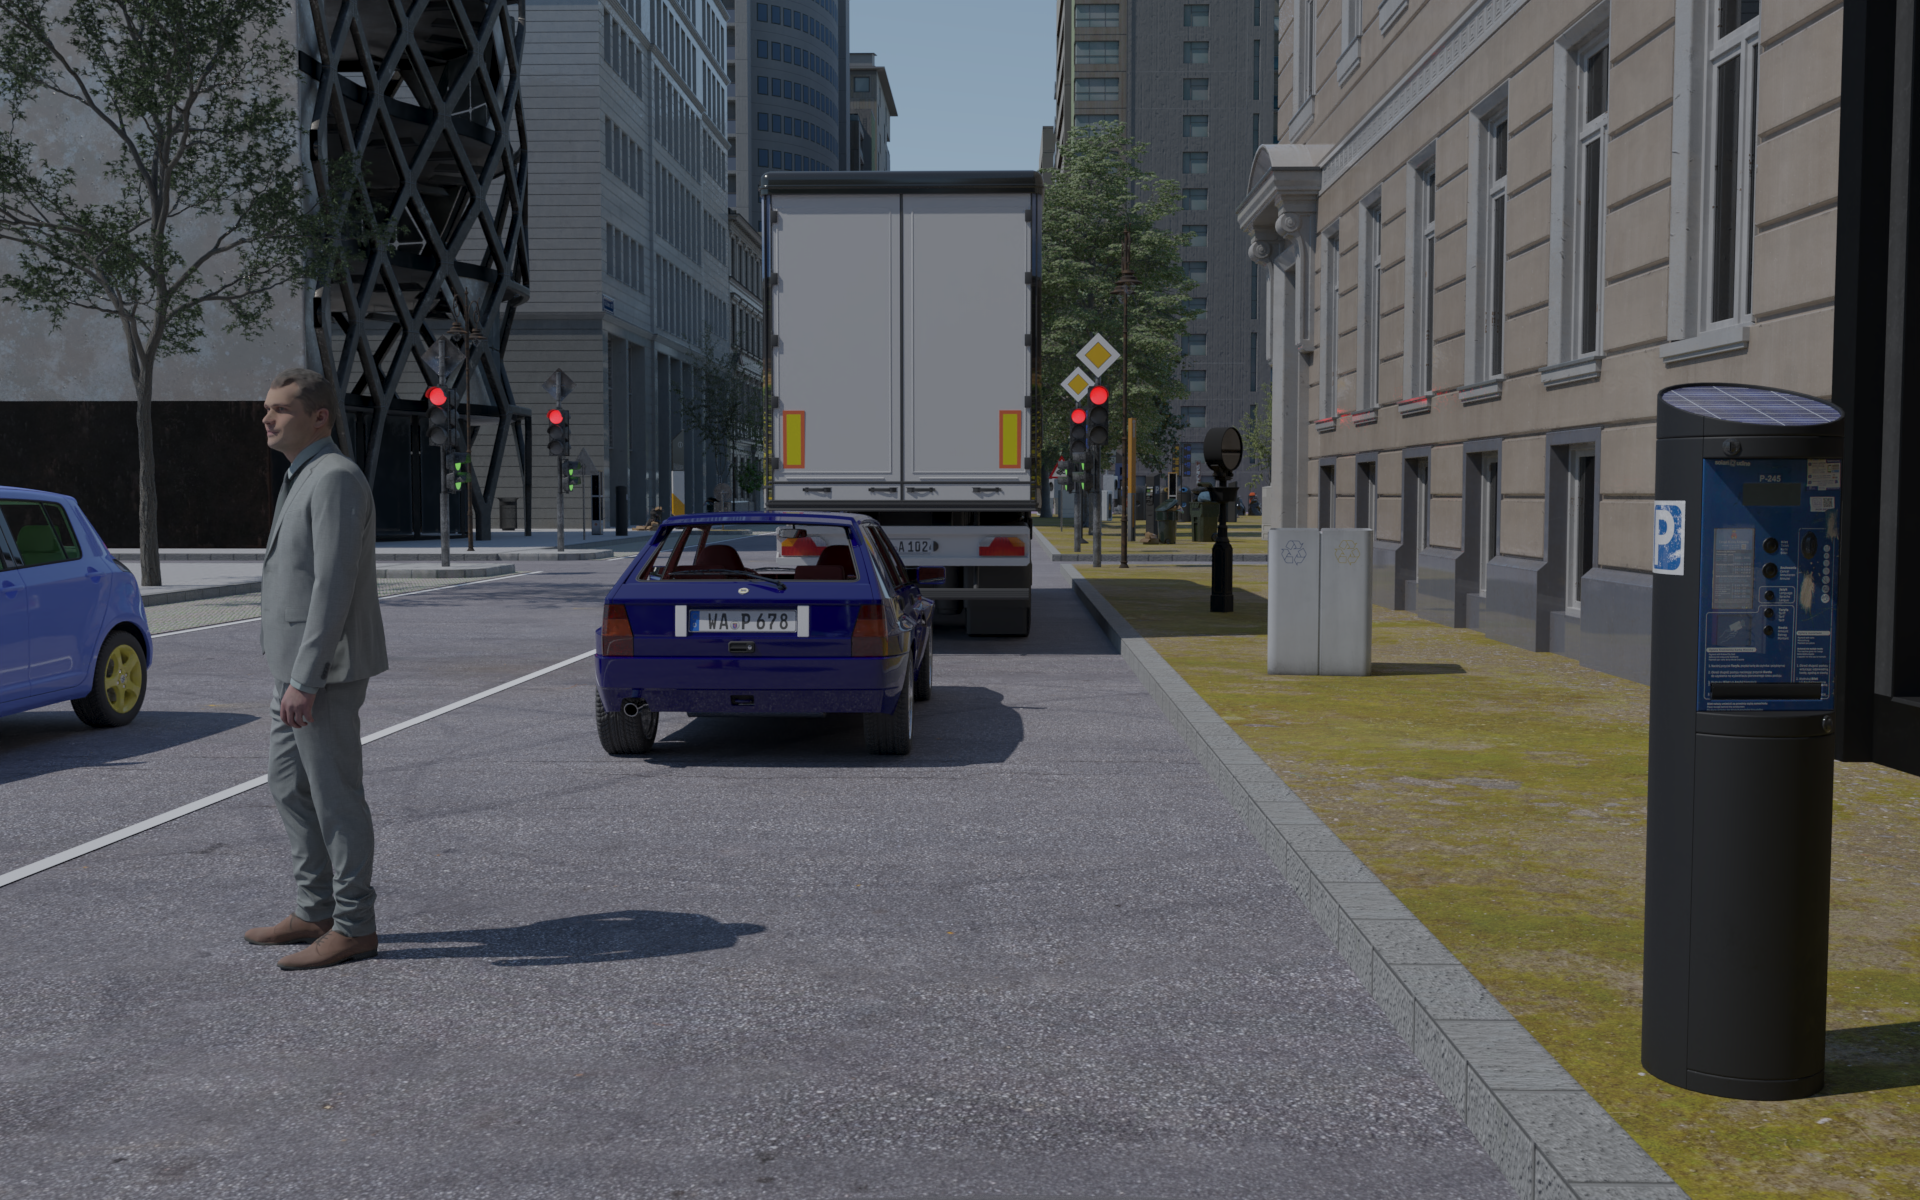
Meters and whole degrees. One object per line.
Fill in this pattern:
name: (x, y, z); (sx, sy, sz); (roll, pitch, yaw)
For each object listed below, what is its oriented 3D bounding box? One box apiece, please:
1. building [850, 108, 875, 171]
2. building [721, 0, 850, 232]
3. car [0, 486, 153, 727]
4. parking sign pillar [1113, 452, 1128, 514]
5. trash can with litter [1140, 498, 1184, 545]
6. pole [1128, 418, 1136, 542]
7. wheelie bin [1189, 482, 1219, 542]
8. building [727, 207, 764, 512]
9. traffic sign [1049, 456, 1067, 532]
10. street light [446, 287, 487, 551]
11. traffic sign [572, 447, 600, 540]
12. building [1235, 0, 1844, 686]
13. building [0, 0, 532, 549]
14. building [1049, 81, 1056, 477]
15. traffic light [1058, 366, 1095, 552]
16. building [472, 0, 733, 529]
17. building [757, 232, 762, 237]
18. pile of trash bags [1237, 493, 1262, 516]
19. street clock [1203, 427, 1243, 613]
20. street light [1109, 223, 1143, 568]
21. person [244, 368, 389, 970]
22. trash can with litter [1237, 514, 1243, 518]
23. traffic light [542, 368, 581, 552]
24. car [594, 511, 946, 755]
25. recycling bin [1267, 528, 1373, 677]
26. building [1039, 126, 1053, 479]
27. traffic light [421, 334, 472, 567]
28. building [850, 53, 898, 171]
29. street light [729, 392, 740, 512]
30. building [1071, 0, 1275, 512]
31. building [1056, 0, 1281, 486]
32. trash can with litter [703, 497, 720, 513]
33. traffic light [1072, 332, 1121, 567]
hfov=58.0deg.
building: (-16.200, -30.283, 178.718); (14.154, 41.232, 14.086); (0, 4, 1)
building: (-21.663, -37.628, 157.209); (21.231, 58.520, 28.212); (0, 4, 1)
car: (-6.040, 0.010, 9.422); (1.945, 1.707, 3.694); (0, 4, 3)
parking sign pillar: (10.421, -7.396, 109.392); (1.447, 3.967, 1.447); (2, 4, 24)
trash can with litter: (5.132, -2.001, 44.097); (1.055, 1.170, 0.624); (-2, 4, -35)
pole: (4.632, -3.230, 46.654); (0.158, 3.312, 0.155); (0, 3, 0)
wheelie bin: (6.560, -2.355, 46.415); (0.693, 1.594, 0.980); (-2, 4, -26)
building: (-16.832, -14.565, 102.763); (10.561, 19.102, 19.286); (0, 4, 1)
traffic sign: (3.461, -3.606, 58.955); (0.884, 2.594, 0.081); (1, 4, 9)
street light: (-11.003, -4.036, 38.781); (0.468, 5.910, 1.993); (0, 4, 1)
traffic sign: (-10.497, -2.956, 48.331); (0.884, 2.594, 0.081); (0, 4, 2)
building: (10.988, -14.166, 17.520); (13.634, 28.700, 20.117); (0, 4, 1)
building: (-21.065, -11.071, 48.455); (16.820, 18.784, 16.811); (0, 4, 1)
building: (20.558, -33.740, 171.253); (23.786, 49.044, 30.456); (0, 4, 1)
traffic light: (2.581, -3.015, 38.219); (0.839, 4.253, 0.868); (0, 4, 1)
building: (-18.088, -18.359, 77.668); (11.434, 29.767, 29.804); (0, 4, 1)
building: (-24.828, -17.381, 129.220); (27.650, 21.520, 28.899); (0, 4, 1)
pile of trash bags: (17.169, -5.710, 103.118); (1.912, 1.369, 3.447); (1, 4, 19)
street clock: (2.853, -0.871, 18.810); (0.358, 2.002, 0.471); (3, 4, 39)
street light: (2.845, -3.491, 29.860); (0.468, 5.910, 1.993); (0, 4, 1)
person: (-1.965, 0.200, 5.325); (0.391, 1.810, 0.635); (-2, 4, -32)
trash can with litter: (14.195, -5.044, 93.521); (2.233, 1.210, 1.678); (0, 4, 4)
traffic light: (-8.878, -3.031, 38.484); (0.839, 4.253, 0.868); (0, 4, 1)
car: (-1.080, 0.105, 10.871); (1.945, 1.354, 3.894); (0, 4, 2)
recycling bin: (2.603, 0.001, 12.542); (0.722, 1.027, 0.722); (1, 4, 11)
building: (20.728, -36.319, 217.509); (21.300, 48.544, 21.600); (0, 4, 1)
traffic light: (-9.075, -2.543, 30.502); (0.839, 4.253, 0.868); (0, 4, 1)
building: (-22.582, -38.121, 212.523); (28.713, 52.752, 27.495); (0, 4, 1)
street light: (-9.997, -6.339, 76.435); (0.468, 5.910, 1.993); (0, 4, 1)
building: (15.143, -27.170, 127.823); (14.154, 41.232, 14.086); (0, 4, 1)
building: (19.006, -31.903, 145.320); (21.300, 48.544, 21.600); (0, 4, 1)
trash can with litter: (-10.087, -3.676, 71.486); (0.624, 1.170, 1.055); (1, 4, 22)
traffic light: (2.384, -2.527, 30.236); (0.839, 4.253, 0.868); (0, 4, 1)
